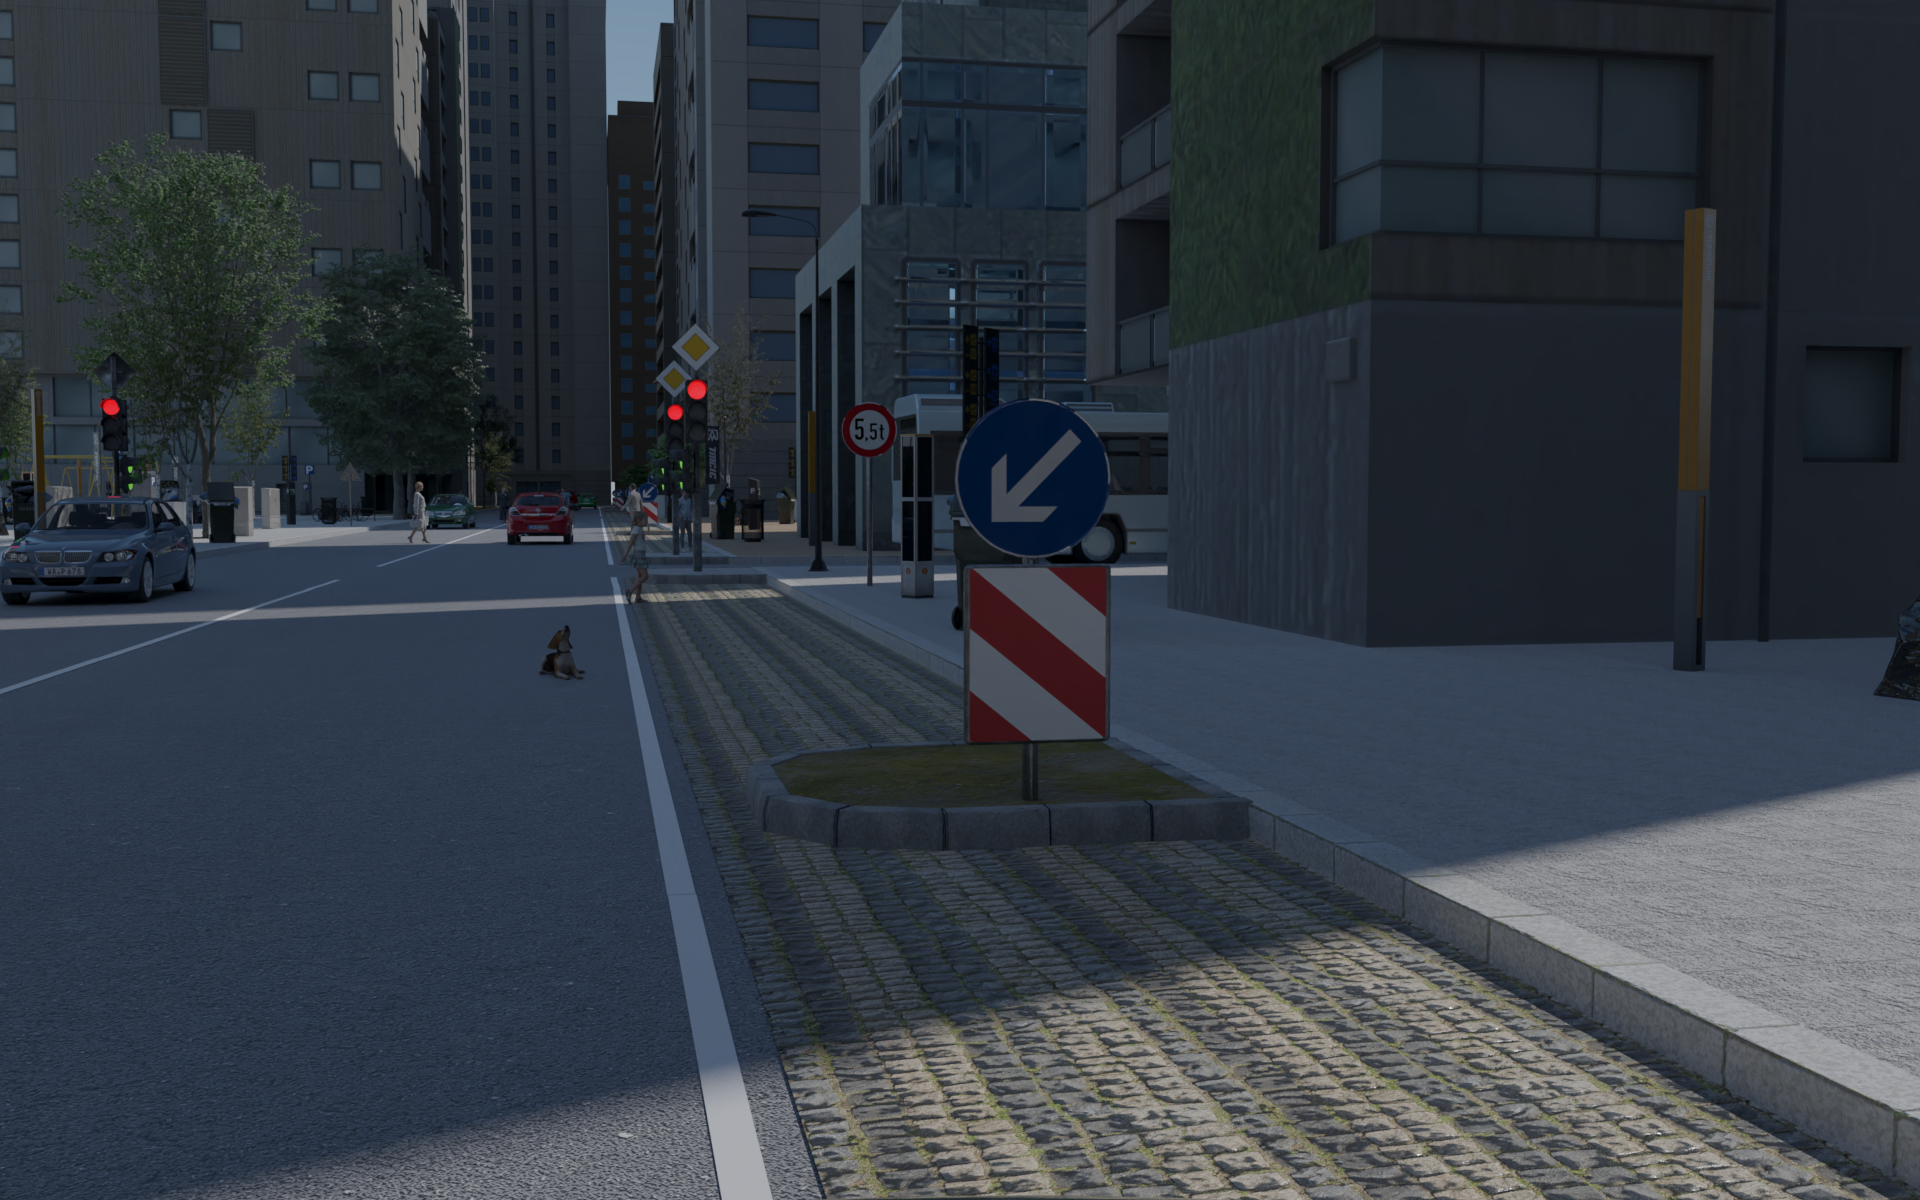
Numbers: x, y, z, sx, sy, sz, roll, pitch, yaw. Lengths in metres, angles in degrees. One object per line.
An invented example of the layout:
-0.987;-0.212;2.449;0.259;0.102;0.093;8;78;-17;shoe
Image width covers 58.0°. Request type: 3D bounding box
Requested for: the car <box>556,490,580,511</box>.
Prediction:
-33.650;-8.518;147.935;2.281;1.827;5.304;-1;4;-11;car

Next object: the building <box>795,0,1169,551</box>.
10.690;-45.116;50.325;31.000;86.520;22.319;-1;4;-12;building

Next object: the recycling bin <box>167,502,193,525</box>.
-25.339;-2.657;55.999;0.722;1.027;0.722;2;4;33;recycling bin

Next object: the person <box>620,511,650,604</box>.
-4.252;-0.561;22.683;0.382;1.210;0.505;0;4;-7;person

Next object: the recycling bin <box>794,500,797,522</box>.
-7.208;-4.039;78.597;0.722;1.027;0.722;-3;5;-43;recycling bin

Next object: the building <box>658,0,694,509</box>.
-16.639;-43.707;152.857;20.563;71.187;20.611;-1;4;-12;building

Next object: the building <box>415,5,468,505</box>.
-47.957;-27.920;140.092;14.154;41.232;14.086;-1;4;-12;building

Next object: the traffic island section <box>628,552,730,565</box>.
-5.971;-0.873;36.558;2.009;0.180;2.903;-1;4;-12;traffic island section

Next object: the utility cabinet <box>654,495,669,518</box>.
-16.012;-4.998;92.886;1.020;1.237;0.306;3;5;45;utility cabinet

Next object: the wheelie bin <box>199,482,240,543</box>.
-19.460;-2.300;45.520;0.980;1.594;0.693;-2;4;-30;wheelie bin

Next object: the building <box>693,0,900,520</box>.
-4.528;-34.018;98.193;21.231;58.520;28.212;-1;4;-12;building

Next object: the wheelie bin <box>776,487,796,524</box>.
-7.409;-4.019;73.620;0.693;1.594;0.980;1;4;13;wheelie bin

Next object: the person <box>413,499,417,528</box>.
-22.660;-3.603;72.099;0.352;1.250;0.332;3;5;42;person

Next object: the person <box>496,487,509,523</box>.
-22.729;-4.721;86.116;0.576;1.772;0.534;-3;4;-38;person

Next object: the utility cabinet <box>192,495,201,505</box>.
-43.818;-5.445;100.192;1.020;1.237;0.306;-1;4;-16;utility cabinet

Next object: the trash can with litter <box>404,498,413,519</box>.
-28.350;-4.704;88.295;0.624;1.170;1.055;1;4;8;trash can with litter

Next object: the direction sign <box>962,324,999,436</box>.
0.285;-1.929;23.536;0.379;3.537;0.876;2;4;33;direction sign

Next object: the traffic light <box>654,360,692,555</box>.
-6.012;-2.906;36.436;0.839;4.253;0.868;-1;4;-12;traffic light

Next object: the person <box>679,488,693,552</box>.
-6.799;-1.987;42.806;0.589;1.601;0.330;-3;5;-42;person

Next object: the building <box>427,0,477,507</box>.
-58.392;-44.528;166.289;20.611;71.187;20.563;-1;4;-12;building

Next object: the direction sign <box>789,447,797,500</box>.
-7.948;-5.622;83.920;0.379;3.537;0.876;3;5;44;direction sign

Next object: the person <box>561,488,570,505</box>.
-23.825;-5.876;104.599;0.660;1.820;0.620;1;4;17;person

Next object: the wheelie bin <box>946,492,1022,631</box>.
0.310;-0.514;16.304;0.980;1.594;0.693;2;4;29;wheelie bin

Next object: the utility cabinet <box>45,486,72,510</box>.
-25.249;-2.438;48.534;0.318;1.500;1.173;0;4;-4;utility cabinet

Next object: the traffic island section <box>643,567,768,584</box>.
-4.330;-0.395;28.743;2.009;0.180;2.903;-1;4;-12;traffic island section

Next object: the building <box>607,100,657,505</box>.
-33.540;-33.728;201.558;14.200;45.320;14.600;-1;4;-12;building

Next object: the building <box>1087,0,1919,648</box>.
8.851;-20.656;21.324;14.154;41.232;14.086;-1;4;-12;building

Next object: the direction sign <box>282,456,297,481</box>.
-39.497;-6.734;102.090;0.876;3.537;0.379;0;4;3;direction sign

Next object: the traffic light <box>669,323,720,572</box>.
-4.371;-2.428;28.620;0.839;4.253;0.868;-1;4;-12;traffic light

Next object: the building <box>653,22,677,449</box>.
-19.552;-33.688;174.498;21.300;48.544;21.600;-1;4;-12;building

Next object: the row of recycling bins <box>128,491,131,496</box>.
-40.716;-4.847;86.358;1.069;1.692;3.534;-1;4;-17;row of recycling bins

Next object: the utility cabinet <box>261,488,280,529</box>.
-25.426;-3.379;63.927;0.318;1.500;1.173;0;4;-4;utility cabinet

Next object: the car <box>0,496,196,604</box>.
-11.925;-0.745;24.189;2.014;1.417;4.499;-1;4;-13;car

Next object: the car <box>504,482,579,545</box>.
-12.211;-2.536;50.512;2.155;1.783;4.494;-1;4;-11;car

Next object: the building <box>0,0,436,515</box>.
-50.964;-32.314;117.577;28.713;52.752;27.495;-1;4;-12;building

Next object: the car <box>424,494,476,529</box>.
-21.364;-3.715;72.539;2.131;1.459;4.920;-1;4;-10;car

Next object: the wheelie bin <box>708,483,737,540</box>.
-6.721;-2.519;49.096;0.693;1.594;0.980;-2;4;-31;wheelie bin

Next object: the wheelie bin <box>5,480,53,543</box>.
-21.521;-1.966;40.051;0.980;1.594;0.693;-2;4;-26;wheelie bin

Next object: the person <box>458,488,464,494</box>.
-30.749;-5.998;106.905;0.599;1.781;0.374;-1;4;-13;person

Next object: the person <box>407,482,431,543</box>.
-15.773;-2.543;50.432;0.624;1.780;0.694;0;4;-1;person

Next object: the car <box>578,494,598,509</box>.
-35.070;-9.428;162.939;1.959;1.807;4.718;-1;4;-11;car

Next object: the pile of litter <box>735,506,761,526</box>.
-8.921;-3.462;70.562;1.719;0.858;1.176;-1;4;-13;pile of litter

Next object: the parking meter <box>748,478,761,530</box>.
-7.363;-3.448;62.080;0.399;1.863;0.255;1;4;17;parking meter

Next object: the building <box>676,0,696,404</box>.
-7.156;-33.107;130.538;28.713;52.752;27.495;-1;4;-12;building

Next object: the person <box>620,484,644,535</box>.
-11.124;-3.080;59.132;0.850;1.792;0.678;2;4;29;person

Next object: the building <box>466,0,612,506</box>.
-55.080;-40.279;200.554;28.212;58.520;21.231;-1;4;-12;building

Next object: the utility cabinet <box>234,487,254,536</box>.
-21.759;-2.633;51.735;1.173;1.500;0.318;0;4;4;utility cabinet

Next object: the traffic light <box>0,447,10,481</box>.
-14.999;-2.291;26.381;0.839;4.253;0.868;-1;4;-12;traffic light

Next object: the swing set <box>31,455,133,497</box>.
-37.202;-4.641;73.505;3.119;2.851;2.862;-1;4;-16;swing set

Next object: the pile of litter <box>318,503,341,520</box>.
-31.535;-4.454;86.787;1.176;0.858;1.719;1;4;12;pile of litter

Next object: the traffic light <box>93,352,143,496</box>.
-16.639;-2.769;34.196;0.839;4.253;0.868;-1;4;-12;traffic light

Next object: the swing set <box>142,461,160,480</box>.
-39.843;-5.188;82.445;3.119;2.851;2.862;-3;5;-42;swing set
